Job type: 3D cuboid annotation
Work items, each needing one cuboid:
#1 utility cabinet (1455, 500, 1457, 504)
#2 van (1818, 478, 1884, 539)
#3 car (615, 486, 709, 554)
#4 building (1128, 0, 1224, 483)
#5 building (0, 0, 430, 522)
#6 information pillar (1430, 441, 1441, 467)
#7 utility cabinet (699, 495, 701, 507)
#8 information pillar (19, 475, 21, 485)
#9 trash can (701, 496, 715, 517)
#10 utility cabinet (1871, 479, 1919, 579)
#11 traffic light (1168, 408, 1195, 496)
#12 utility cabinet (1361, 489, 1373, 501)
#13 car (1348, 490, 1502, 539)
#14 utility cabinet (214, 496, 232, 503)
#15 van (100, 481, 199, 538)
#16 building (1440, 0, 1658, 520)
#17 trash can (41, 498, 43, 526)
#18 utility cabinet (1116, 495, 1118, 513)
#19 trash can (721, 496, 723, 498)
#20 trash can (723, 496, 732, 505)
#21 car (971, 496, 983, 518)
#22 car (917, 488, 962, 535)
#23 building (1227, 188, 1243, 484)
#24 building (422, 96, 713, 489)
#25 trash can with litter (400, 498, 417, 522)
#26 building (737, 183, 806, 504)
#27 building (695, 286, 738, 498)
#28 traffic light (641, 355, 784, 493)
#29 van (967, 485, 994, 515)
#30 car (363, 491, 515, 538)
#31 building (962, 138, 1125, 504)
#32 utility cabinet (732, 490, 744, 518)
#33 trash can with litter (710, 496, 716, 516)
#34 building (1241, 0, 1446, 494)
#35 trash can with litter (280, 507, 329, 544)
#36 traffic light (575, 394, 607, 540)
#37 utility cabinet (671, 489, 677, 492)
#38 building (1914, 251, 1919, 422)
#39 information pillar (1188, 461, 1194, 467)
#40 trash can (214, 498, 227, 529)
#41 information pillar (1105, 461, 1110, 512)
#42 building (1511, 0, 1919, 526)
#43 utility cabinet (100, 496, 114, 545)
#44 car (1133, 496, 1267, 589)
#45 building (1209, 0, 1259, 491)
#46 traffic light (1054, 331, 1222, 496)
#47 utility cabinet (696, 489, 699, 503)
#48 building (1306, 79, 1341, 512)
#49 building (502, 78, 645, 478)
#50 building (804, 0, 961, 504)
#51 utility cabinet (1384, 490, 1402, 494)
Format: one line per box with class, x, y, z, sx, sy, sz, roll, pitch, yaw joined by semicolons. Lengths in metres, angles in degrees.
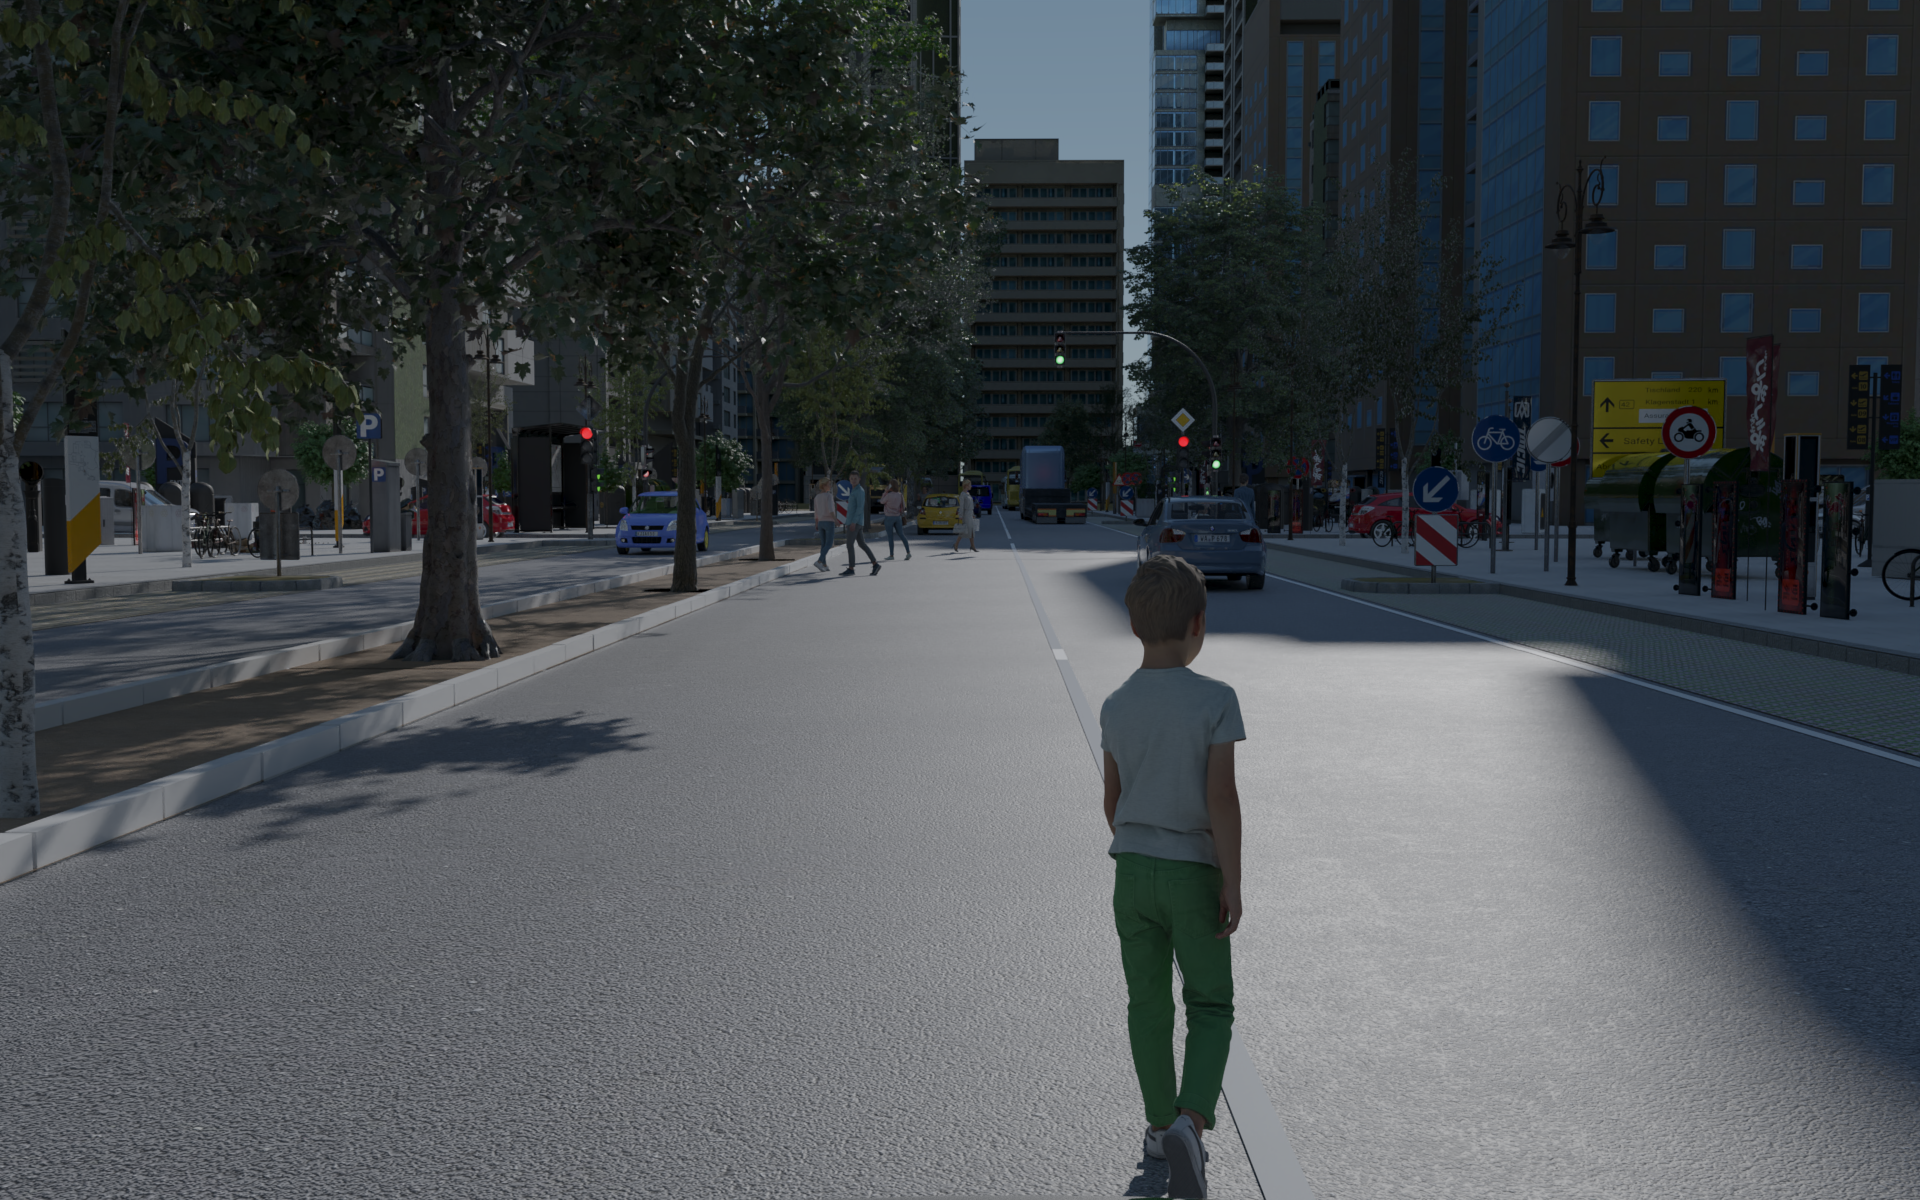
utility cabinet;26.016;-4.918;91.574;0.306;1.237;1.020;2;4;26
van;28.243;-2.816;53.048;4.112;2.044;2.013;0;4;1
car;-7.244;-1.998;42.252;1.945;1.707;3.694;0;4;2
building;37.913;-56.626;238.502;31.000;86.520;22.319;0;4;1
building;-32.927;-24.047;76.759;14.154;41.232;14.086;0;4;1
information pillar;20.670;-5.137;75.342;0.504;3.616;0.183;-1;4;-17
utility cabinet;-16.235;-5.782;105.689;1.020;1.237;0.306;-3;4;-38
information pillar;-33.364;-3.466;61.157;0.304;2.012;0.304;0;4;-8
trash can;-14.173;-5.221;97.023;0.748;1.137;0.748;0;3;0
utility cabinet;14.299;-1.065;26.099;0.318;1.500;1.173;-1;4;-9
traffic light;7.234;-4.132;56.485;0.839;4.253;0.868;0;4;1
utility cabinet;18.501;-4.282;78.692;0.318;1.500;1.173;2;4;23
car;13.763;-2.573;51.107;4.494;1.783;2.155;0;4;2
utility cabinet;-29.864;-3.585;69.772;1.020;1.237;0.306;-1;4;-17
van;-25.415;-2.825;53.201;4.112;2.044;2.013;0;4;2
building;30.561;-27.609;101.512;14.600;45.320;14.200;0;4;1
trash can;-36.915;-3.569;70.014;0.748;1.137;0.748;0;3;0
utility cabinet;11.057;-6.614;119.308;1.020;1.237;0.306;1;4;13
trash can;-17.603;-7.020;126.438;0.748;1.137;0.748;0;3;0
trash can;-14.094;-5.861;107.478;0.748;1.137;0.748;0;3;0
car;0.421;-5.703;105.820;1.945;1.354;3.894;0;4;2
car;-0.575;-3.152;61.752;2.015;1.641;3.980;0;4;3
building;32.502;-24.078;165.371;14.160;30.474;14.107;0;4;1
building;-38.892;-35.274;165.976;28.713;52.752;27.495;0;4;1
trash can with litter;-15.327;-2.179;47.007;1.055;1.170;0.624;-3;5;-42
building;-35.475;-35.819;240.258;28.867;44.769;22.147;0;4;1
building;-31.536;-25.406;187.085;14.107;30.474;14.160;0;4;1
traffic light;-8.182;-5.022;56.778;4.771;5.953;1.251;0;4;1
van;1.270;-7.129;120.949;2.240;2.365;5.245;0;3;0
car;-15.819;-2.657;52.479;4.494;1.783;2.155;0;4;1
building;11.212;-37.627;238.895;21.600;48.544;21.300;0;4;1
utility cabinet;-11.583;-5.001;90.448;0.318;1.500;1.173;0;4;8
trash can with litter;-14.212;-5.510;101.471;1.055;1.170;0.624;-1;4;-19
building;32.433;-30.594;150.328;14.600;45.320;14.200;0;4;1
trash can with litter;-17.566;-2.077;45.014;1.678;1.210;2.233;-3;5;-42
traffic light;-10.417;-3.662;48.796;0.839;4.253;0.868;0;4;1
utility cabinet;-13.048;-4.402;80.657;0.318;1.500;1.173;2;4;25
building;61.457;-32.902;79.951;28.212;58.520;21.231;0;4;1
information pillar;15.013;-7.427;112.779;0.504;3.616;0.183;-1;4;-14
trash can;-27.662;-3.230;64.471;0.748;1.137;0.748;0;3;0
information pillar;10.451;-8.023;122.533;0.183;3.616;0.504;2;4;29
building;30.903;-25.967;74.664;14.200;45.320;14.600;0;4;1
utility cabinet;-21.637;-1.962;43.248;0.306;1.237;1.020;1;4;21
car;3.763;-0.939;27.350;2.014;1.417;4.499;0;4;2
building;36.891;-45.451;181.380;20.563;71.187;20.611;0;4;1
traffic light;4.998;-4.509;48.397;4.771;5.953;1.251;0;4;1
utility cabinet;-12.818;-4.493;82.145;0.318;1.500;1.173;-3;5;-42
building;31.859;-21.551;124.058;14.160;30.474;14.107;0;4;1
building;-34.892;-43.002;141.330;20.563;71.187;20.611;0;4;1
building;-10.286;-48.945;238.507;20.611;71.187;20.563;0;4;1
utility cabinet;22.765;-5.001;90.447;1.173;1.500;0.318;2;4;31
